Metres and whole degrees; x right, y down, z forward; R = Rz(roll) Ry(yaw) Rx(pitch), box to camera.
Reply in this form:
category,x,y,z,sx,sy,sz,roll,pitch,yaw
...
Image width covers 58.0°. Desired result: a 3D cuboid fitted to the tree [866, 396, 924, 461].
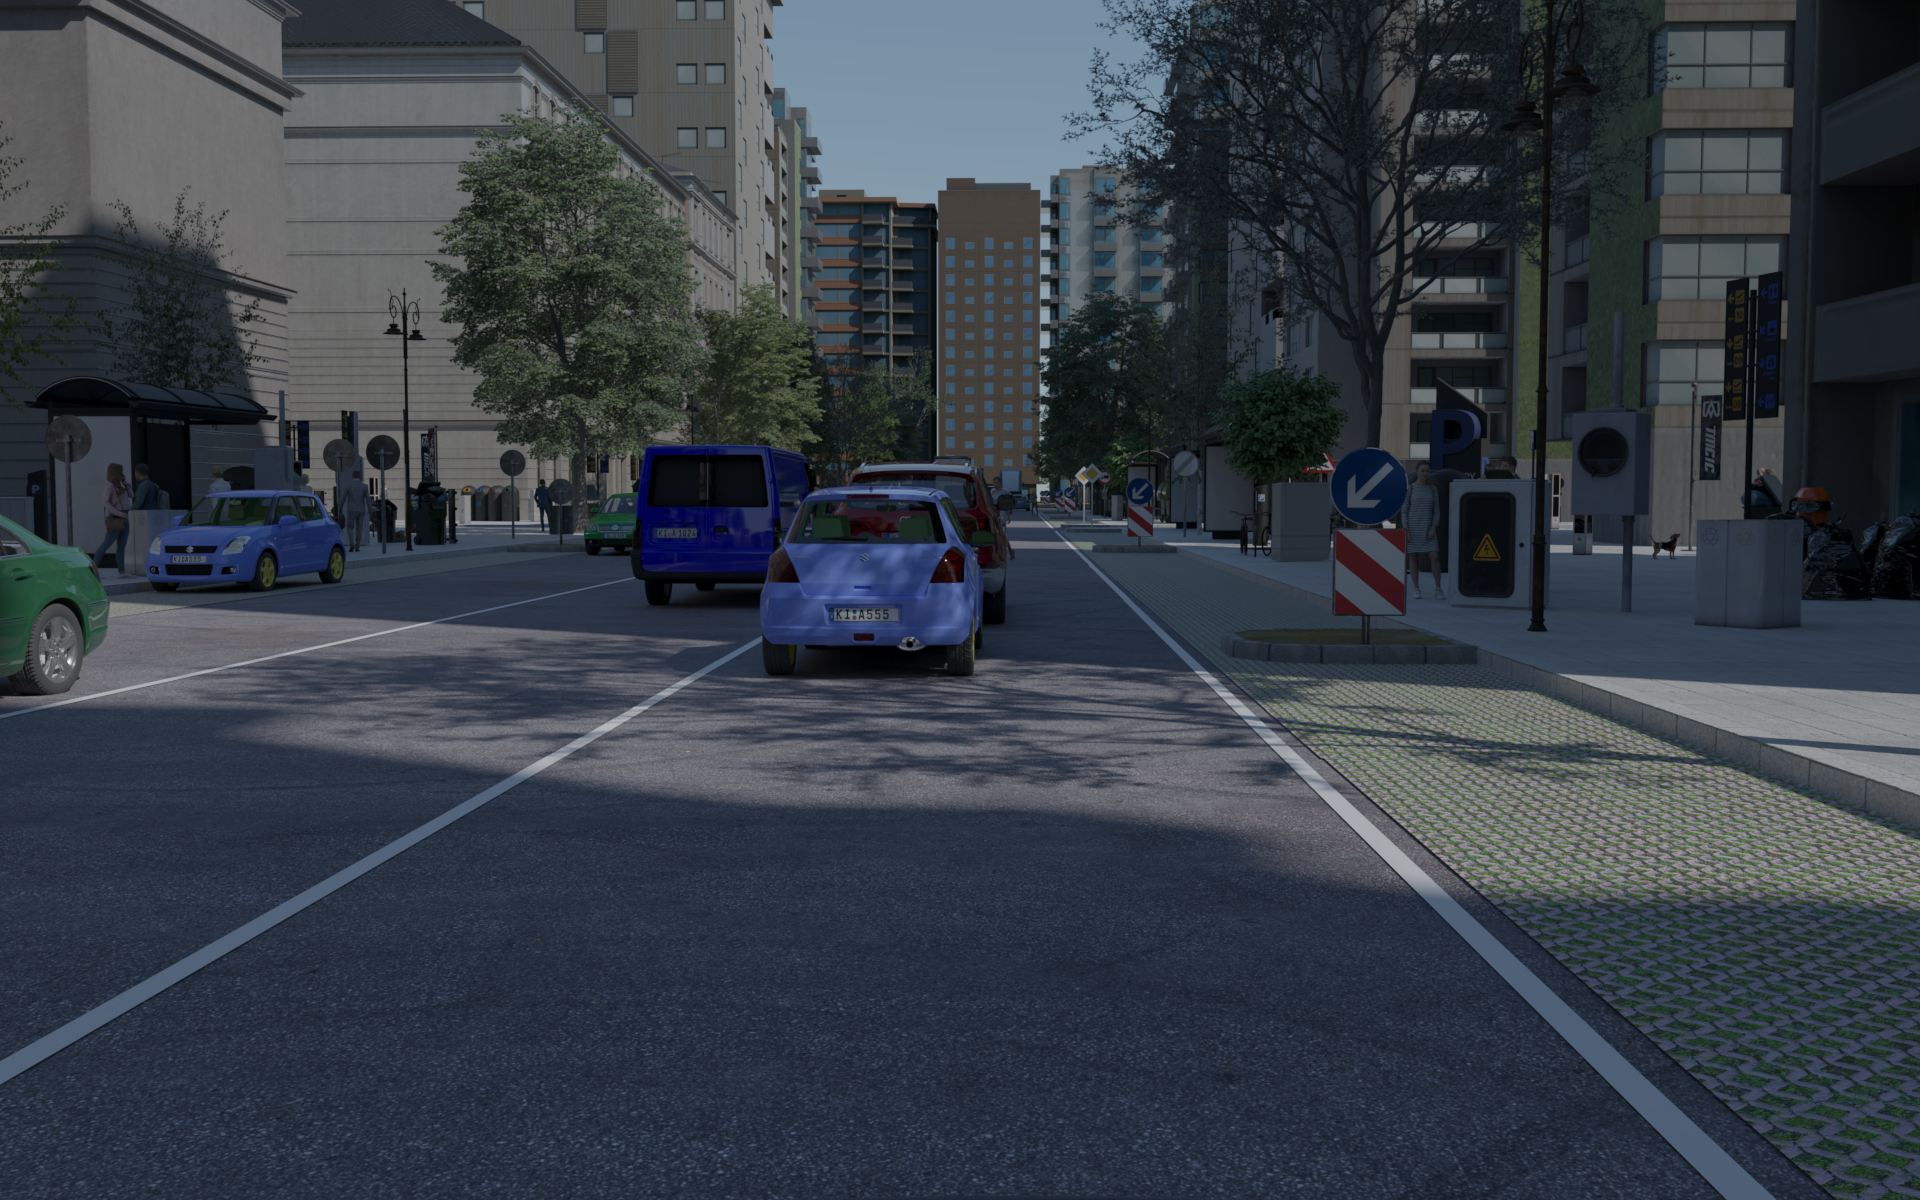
category,x,y,z,sx,sy,sz,roll,pitch,yaw
tree,-7.810,-17.052,196.928,7.486,12.596,7.792,0,3,0

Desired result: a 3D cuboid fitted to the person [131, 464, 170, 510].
category,x,y,z,sx,sy,sz,roll,pitch,yaw
person,-13.472,-1.362,28.663,0.721,1.781,0.623,-1,4,-17

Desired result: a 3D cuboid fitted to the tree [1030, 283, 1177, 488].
category,x,y,z,sx,sy,sz,roll,pitch,yaw
tree,9.000,-12.200,106.132,9.857,13.997,8.962,0,3,0

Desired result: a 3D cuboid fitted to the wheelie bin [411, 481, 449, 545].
category,x,y,z,sx,sy,sz,roll,pitch,yaw
wheelie bin,-13.301,-2.184,43.609,0.693,1.594,0.980,2,4,34

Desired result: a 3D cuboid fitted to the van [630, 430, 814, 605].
category,x,y,z,sx,sy,sz,roll,pitch,yaw
van,-3.055,-1.200,24.009,2.240,2.365,5.245,0,4,2

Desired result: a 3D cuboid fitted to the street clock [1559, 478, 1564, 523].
category,x,y,z,sx,sy,sz,roll,pitch,yaw
street clock,26.911,-4.485,77.895,0.471,2.002,0.358,-2,4,-30

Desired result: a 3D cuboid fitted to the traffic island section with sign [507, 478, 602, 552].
category,x,y,z,sx,sy,sz,roll,pitch,yaw
traffic island section with sign,-10.041,-2.114,43.197,1.989,1.847,2.006,0,4,2

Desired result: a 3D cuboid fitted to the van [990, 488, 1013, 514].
category,x,y,z,sx,sy,sz,roll,pitch,yaw
van,2.911,-7.155,123.989,2.013,2.044,4.112,0,4,3

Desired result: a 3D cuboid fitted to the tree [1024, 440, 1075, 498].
category,x,y,z,sx,sy,sz,roll,pitch,yaw
tree,11.933,-17.095,213.916,8.767,10.594,7.601,0,4,8

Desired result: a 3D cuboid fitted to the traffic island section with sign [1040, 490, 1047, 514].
category,x,y,z,sx,sy,sz,roll,pitch,yaw
traffic island section with sign,6.986,-7.120,125.045,1.989,1.847,2.006,0,4,2

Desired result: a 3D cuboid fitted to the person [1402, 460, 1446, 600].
category,x,y,z,sx,sy,sz,roll,pitch,yaw
person,5.662,-0.868,21.242,0.512,1.701,0.522,0,4,0

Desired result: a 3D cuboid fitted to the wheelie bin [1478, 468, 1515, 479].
category,x,y,z,sx,sy,sz,roll,pitch,yaw
wheelie bin,6.613,-0.825,21.391,0.693,1.594,0.980,3,5,44

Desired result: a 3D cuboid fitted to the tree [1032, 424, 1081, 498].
category,x,y,z,sx,sy,sz,roll,pitch,yaw
tree,13.219,-18.630,222.721,7.486,12.596,7.792,0,3,0

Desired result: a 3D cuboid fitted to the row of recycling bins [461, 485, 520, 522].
category,x,y,z,sx,sy,sz,roll,pitch,yaw
row of recycling bins,-22.086,-4.547,81.463,3.534,1.692,1.069,2,4,31

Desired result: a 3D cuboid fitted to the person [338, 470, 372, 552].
category,x,y,z,sx,sy,sz,roll,pitch,yaw
person,-13.483,-1.984,38.595,0.709,1.813,0.853,-2,4,-28

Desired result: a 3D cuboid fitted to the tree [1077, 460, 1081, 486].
category,x,y,z,sx,sy,sz,roll,pitch,yaw
tree,9.375,-8.213,117.988,4.285,4.588,4.351,0,3,0

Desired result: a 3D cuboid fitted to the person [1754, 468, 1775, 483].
category,x,y,z,sx,sy,sz,roll,pitch,yaw
person,16.746,-1.838,36.066,0.573,1.828,0.580,-2,4,-29

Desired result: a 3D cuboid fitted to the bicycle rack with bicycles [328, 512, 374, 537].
category,x,y,z,sx,sy,sz,roll,pitch,yaw
bicycle rack with bicycles,-18.816,-2.302,51.027,2.852,0.926,2.925,2,4,32

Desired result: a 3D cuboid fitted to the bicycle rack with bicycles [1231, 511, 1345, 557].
category,x,y,z,sx,sy,sz,roll,pitch,yaw
bicycle rack with bicycles,6.859,-1.367,35.735,2.852,0.926,2.925,1,4,11

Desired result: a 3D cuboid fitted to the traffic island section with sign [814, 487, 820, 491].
category,x,y,z,sx,sy,sz,roll,pitch,yaw
traffic island section with sign,-8.214,-5.501,98.572,1.989,1.847,2.006,0,4,2

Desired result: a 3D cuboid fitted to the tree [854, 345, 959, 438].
category,x,y,z,sx,sy,sz,roll,pitch,yaw
tree,-6.431,-22.220,219.191,12.611,20.169,13.585,0,3,0

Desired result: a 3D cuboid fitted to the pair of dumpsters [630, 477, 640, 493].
category,x,y,z,sx,sy,sz,roll,pitch,yaw
pair of dumpsters,-13.254,-4.470,75.582,1.574,2.255,4.437,0,4,2

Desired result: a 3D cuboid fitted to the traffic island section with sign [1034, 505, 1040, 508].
category,x,y,z,sx,sy,sz,roll,pitch,yaw
traffic island section with sign,8.628,-10.166,174.848,1.989,1.847,2.006,0,4,2

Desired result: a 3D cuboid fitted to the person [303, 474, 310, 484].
category,x,y,z,sx,sy,sz,roll,pitch,yaw
person,-16.257,-2.235,42.945,0.624,1.780,0.694,1,4,19

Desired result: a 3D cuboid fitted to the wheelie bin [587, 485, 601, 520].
category,x,y,z,sx,sy,sz,roll,pitch,yaw
wheelie bin,-12.550,-3.067,58.057,0.693,1.594,0.980,3,5,43

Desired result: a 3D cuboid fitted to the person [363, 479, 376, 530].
category,x,y,z,sx,sy,sz,roll,pitch,yaw
person,-19.764,-3.148,57.393,0.818,1.842,0.514,-2,4,-26

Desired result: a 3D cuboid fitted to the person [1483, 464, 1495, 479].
category,x,y,z,sx,sy,sz,roll,pitch,yaw
person,9.174,-1.471,30.192,0.694,1.812,0.767,1,4,20

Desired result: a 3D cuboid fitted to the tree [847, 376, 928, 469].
category,x,y,z,sx,sy,sz,roll,pitch,yaw
tree,-8.127,-17.085,185.997,9.857,13.997,8.962,0,3,0

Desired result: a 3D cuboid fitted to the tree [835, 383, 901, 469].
category,x,y,z,sx,sy,sz,roll,pitch,yaw
tree,-9.157,-14.390,161.032,9.928,11.665,9.643,0,3,0

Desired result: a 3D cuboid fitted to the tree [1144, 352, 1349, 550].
category,x,y,z,sx,sy,sz,roll,pitch,yaw
tree,7.339,-3.447,40.065,4.285,4.588,4.351,0,3,0

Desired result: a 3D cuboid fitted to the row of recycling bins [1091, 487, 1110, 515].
category,x,y,z,sx,sy,sz,roll,pitch,yaw
row of recycling bins,8.837,-5.911,103.754,1.069,1.692,3.534,-1,4,-19

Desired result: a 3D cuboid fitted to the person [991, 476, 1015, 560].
category,x,y,z,sx,sy,sz,roll,pitch,yaw
person,0.815,-1.741,37.061,0.778,1.811,0.616,-3,5,-45

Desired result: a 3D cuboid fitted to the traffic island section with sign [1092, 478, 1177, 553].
category,x,y,z,sx,sy,sz,roll,pitch,yaw
traffic island section with sign,4.270,-2.080,42.629,1.989,1.847,2.006,0,4,2

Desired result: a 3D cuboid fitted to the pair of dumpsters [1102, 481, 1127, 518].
category,x,y,z,sx,sy,sz,roll,pitch,yaw
pair of dumpsters,8.682,-5.663,95.077,1.574,2.255,4.437,0,4,2

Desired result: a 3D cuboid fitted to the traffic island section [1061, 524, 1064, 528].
category,x,y,z,sx,sy,sz,roll,pitch,yaw
traffic island section,5.270,-3.111,73.149,2.009,0.180,2.903,0,4,2

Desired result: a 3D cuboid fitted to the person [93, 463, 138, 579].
category,x,y,z,sx,sy,sz,roll,pitch,yaw
person,-12.842,-1.197,26.202,0.643,1.750,0.593,0,4,-8

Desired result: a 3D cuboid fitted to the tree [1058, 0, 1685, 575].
category,x,y,z,sx,sy,sz,roll,pitch,yaw
tree,6.574,-7.166,27.531,12.009,13.543,11.850,0,3,0

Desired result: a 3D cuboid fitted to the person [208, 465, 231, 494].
category,x,y,z,sx,sy,sz,roll,pitch,yaw
person,-13.319,-1.528,31.258,0.641,1.798,0.478,2,4,34

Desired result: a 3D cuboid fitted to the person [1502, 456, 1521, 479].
category,x,y,z,sx,sy,sz,roll,pitch,yaw
person,7.991,-1.165,25.059,0.822,1.834,0.622,-1,4,-9

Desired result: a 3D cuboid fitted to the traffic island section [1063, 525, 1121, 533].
category,x,y,z,sx,sy,sz,roll,pitch,yaw
traffic island section,5.007,-2.623,65.168,2.009,0.180,2.903,0,4,2

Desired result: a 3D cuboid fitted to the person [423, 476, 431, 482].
category,x,y,z,sx,sy,sz,roll,pitch,yaw
person,-14.523,-2.514,47.497,0.721,1.781,0.623,-2,4,-25

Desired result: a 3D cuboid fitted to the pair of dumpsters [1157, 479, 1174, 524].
category,x,y,z,sx,sy,sz,roll,pitch,yaw
pair of dumpsters,9.623,-4.514,76.299,1.574,2.255,4.437,0,4,2

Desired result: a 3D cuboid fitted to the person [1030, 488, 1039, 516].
category,x,y,z,sx,sy,sz,roll,pitch,yaw
person,4.866,-6.402,113.361,0.537,1.800,0.526,3,5,40

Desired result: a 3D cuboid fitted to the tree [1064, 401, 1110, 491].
category,x,y,z,sx,sy,sz,roll,pitch,yaw
tree,9.755,-10.923,128.952,4.737,8.622,4.395,0,3,0

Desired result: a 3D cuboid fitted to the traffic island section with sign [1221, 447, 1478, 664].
category,x,y,z,sx,sy,sz,roll,pitch,yaw
traffic island section with sign,3.382,-0.417,15.448,1.989,1.847,2.006,0,4,2

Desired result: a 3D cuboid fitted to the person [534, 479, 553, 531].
category,x,y,z,sx,sy,sz,roll,pitch,yaw
person,-14.236,-3.252,59.394,0.721,1.800,0.419,-1,4,-10

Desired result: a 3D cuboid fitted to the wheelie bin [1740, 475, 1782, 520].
category,x,y,z,sx,sy,sz,roll,pitch,yaw
wheelie bin,13.403,-1.277,28.791,0.980,1.594,0.693,-3,5,-44

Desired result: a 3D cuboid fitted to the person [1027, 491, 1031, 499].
category,x,y,z,sx,sy,sz,roll,pitch,yaw
person,6.597,-9.681,167.304,1.217,1.766,0.721,-2,4,-29

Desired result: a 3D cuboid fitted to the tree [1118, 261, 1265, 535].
category,x,y,z,sx,sy,sz,roll,pitch,yaw
tree,7.292,-6.352,54.221,4.360,8.622,3.978,0,3,0

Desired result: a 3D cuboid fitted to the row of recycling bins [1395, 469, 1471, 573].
category,x,y,z,sx,sy,sz,roll,pitch,yaw
row of recycling bins,8.110,-1.389,29.827,1.069,1.692,3.534,0,4,6

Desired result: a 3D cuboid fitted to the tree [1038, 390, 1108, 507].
category,x,y,z,sx,sy,sz,roll,pitch,yaw
tree,11.264,-14.669,165.589,9.928,11.665,9.643,0,3,0

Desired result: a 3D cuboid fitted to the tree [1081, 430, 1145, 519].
category,x,y,z,sx,sy,sz,roll,pitch,yaw
tree,8.834,-6.413,88.566,4.285,4.588,4.351,0,3,0

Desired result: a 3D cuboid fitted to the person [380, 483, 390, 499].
category,x,y,z,sx,sy,sz,roll,pitch,yaw
person,-25.879,-4.368,77.738,0.520,1.790,0.573,1,4,12

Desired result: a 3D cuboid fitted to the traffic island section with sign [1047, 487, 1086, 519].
category,x,y,z,sx,sy,sz,roll,pitch,yaw
traffic island section with sign,6.087,-5.473,98.105,1.989,1.847,2.006,0,4,2
